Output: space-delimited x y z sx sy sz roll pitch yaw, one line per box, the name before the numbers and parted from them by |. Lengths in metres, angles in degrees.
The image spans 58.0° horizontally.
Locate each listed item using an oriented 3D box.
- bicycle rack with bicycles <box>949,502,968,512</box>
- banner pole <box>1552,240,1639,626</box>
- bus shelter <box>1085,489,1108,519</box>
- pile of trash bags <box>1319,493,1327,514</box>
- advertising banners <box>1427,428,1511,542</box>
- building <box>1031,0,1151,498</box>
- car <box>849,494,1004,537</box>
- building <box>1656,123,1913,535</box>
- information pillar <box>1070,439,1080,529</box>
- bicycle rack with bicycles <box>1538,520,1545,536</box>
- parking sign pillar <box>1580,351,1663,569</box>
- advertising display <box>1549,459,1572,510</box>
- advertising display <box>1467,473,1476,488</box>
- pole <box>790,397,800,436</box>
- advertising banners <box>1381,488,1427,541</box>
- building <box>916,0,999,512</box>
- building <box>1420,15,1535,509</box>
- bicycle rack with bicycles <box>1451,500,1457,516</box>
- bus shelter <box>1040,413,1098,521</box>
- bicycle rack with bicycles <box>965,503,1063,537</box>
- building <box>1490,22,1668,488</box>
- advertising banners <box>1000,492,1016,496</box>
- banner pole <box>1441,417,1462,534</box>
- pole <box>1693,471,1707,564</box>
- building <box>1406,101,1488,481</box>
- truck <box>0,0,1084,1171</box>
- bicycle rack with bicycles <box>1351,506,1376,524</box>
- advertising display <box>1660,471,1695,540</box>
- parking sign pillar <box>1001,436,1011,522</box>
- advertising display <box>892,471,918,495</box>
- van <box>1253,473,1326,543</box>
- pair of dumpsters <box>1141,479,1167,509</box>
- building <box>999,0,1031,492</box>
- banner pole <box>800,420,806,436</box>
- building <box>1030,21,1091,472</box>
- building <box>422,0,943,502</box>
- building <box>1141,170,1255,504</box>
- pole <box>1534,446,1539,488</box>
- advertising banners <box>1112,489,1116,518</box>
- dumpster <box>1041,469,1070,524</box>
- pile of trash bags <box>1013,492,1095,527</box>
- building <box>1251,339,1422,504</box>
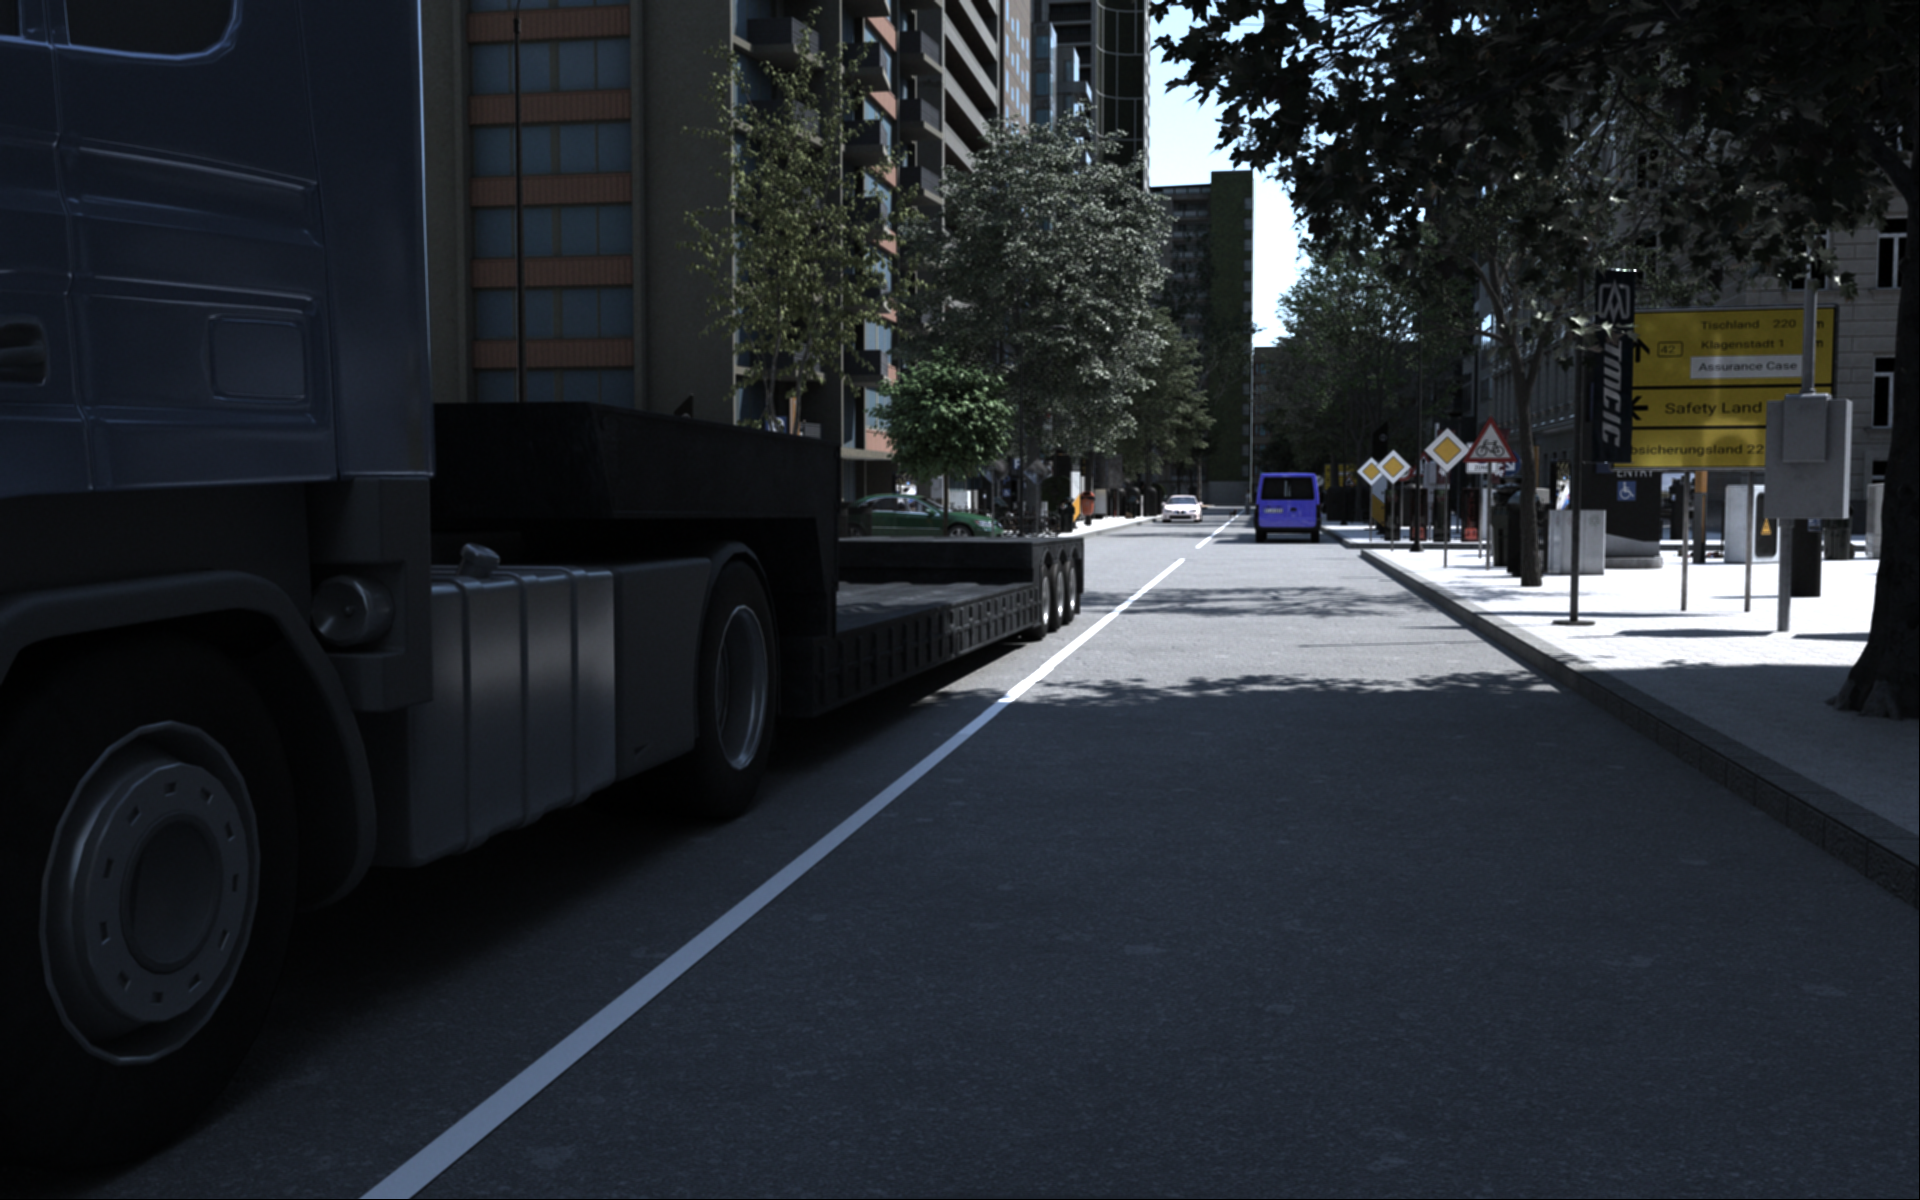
bicycle rack with bicycles | 0.082 -3.714 74.110 2.925 0.926 2.852 0 4 -7
banner pole | 6.268 -1.651 17.015 0.863 3.779 0.401 -1 4 -17
bus shelter | 7.196 -5.931 90.895 2.014 3.302 5.546 1 4 10
pile of trash bags | 23.885 -6.414 114.616 1.912 1.369 3.447 1 4 15
advertising banners | 13.607 -3.059 46.195 2.074 3.025 0.090 0 4 3
building | 14.006 -48.278 227.604 20.611 71.187 20.563 1 4 10
car | -1.300 -2.053 45.370 4.920 1.459 2.131 1 4 10
building | 37.676 -15.932 57.749 25.104 27.353 12.463 1 4 10
information pillar | 4.231 -4.426 63.726 0.183 3.616 0.504 3 5 44
bicycle rack with bicycles | 18.178 -2.474 53.830 2.925 0.926 2.852 0 4 -4
parking sign pillar | 11.532 -2.552 30.205 1.447 3.967 1.447 0 4 -7
advertising display | 11.233 -1.664 32.424 0.123 1.923 0.974 2 4 35
advertising display | 15.274 -2.849 51.795 0.123 1.923 0.974 1 4 8
pole | -3.489 -2.616 36.617 0.158 3.312 0.155 0 3 0
advertising banners | 12.483 -3.119 47.188 2.074 3.025 0.090 3 4 38
building | -9.667 -29.619 107.968 21.300 48.544 21.600 1 4 10
building | 49.447 -50.299 135.065 22.319 86.520 31.000 1 4 10
bicycle rack with bicycles | 30.847 -5.606 105.044 2.852 0.926 2.925 -1 4 -17
bus shelter | 5.034 -6.407 82.386 2.179 5.291 8.768 1 4 10
bicycle rack with bicycles | 1.733 -2.341 51.659 2.925 0.926 2.852 0 4 -2
building | 40.119 -19.453 94.476 17.030 29.872 44.131 1 4 10
advertising banners | 3.052 -7.663 121.471 2.074 3.025 0.090 0 4 -5
banner pole | 15.954 -4.047 56.185 0.863 3.779 0.401 3 5 40
pole | 13.673 -2.330 31.946 0.158 3.312 0.155 0 3 0
building | 55.035 -31.264 165.787 22.147 44.769 28.867 1 4 10
truck | -1.547 -1.286 10.781 2.967 4.110 18.799 1 4 11
bicycle rack with bicycles | 18.233 -3.763 74.906 2.852 0.926 2.925 -2 4 -24
advertising display | 20.303 -2.677 48.977 0.974 1.923 0.123 2 4 29
parking sign pillar | 2.136 -5.597 79.977 1.447 3.967 1.447 0 4 0
advertising display | -1.535 -2.635 48.290 0.123 1.923 0.974 3 4 38
van | 9.992 -2.954 52.681 2.240 2.365 5.245 1 4 11
pair of dumpsters | 12.577 -6.719 112.346 1.574 2.255 4.437 1 4 10
building | -2.457 -29.465 131.868 14.600 45.320 14.200 1 4 10
banner pole | -5.305 -4.181 58.383 0.401 3.779 0.863 0 4 8
building | -2.170 -34.207 178.888 30.456 49.044 23.786 1 4 10
building | -12.958 -25.710 74.981 22.147 44.769 28.867 1 4 10
building | 30.464 -32.927 221.948 14.086 41.232 14.154 1 4 10
pole | 24.392 -4.862 73.336 0.158 3.312 0.155 0 3 0
advertising banners | 8.518 -6.063 95.320 0.090 3.025 2.074 1 4 10
dumpster | 3.731 -3.877 65.877 1.502 2.255 1.985 1 4 10
pile of trash bags | 3.661 -3.598 68.586 3.447 1.369 1.912 1 4 15
building | 52.762 -23.256 225.266 28.899 21.520 27.650 1 4 10
